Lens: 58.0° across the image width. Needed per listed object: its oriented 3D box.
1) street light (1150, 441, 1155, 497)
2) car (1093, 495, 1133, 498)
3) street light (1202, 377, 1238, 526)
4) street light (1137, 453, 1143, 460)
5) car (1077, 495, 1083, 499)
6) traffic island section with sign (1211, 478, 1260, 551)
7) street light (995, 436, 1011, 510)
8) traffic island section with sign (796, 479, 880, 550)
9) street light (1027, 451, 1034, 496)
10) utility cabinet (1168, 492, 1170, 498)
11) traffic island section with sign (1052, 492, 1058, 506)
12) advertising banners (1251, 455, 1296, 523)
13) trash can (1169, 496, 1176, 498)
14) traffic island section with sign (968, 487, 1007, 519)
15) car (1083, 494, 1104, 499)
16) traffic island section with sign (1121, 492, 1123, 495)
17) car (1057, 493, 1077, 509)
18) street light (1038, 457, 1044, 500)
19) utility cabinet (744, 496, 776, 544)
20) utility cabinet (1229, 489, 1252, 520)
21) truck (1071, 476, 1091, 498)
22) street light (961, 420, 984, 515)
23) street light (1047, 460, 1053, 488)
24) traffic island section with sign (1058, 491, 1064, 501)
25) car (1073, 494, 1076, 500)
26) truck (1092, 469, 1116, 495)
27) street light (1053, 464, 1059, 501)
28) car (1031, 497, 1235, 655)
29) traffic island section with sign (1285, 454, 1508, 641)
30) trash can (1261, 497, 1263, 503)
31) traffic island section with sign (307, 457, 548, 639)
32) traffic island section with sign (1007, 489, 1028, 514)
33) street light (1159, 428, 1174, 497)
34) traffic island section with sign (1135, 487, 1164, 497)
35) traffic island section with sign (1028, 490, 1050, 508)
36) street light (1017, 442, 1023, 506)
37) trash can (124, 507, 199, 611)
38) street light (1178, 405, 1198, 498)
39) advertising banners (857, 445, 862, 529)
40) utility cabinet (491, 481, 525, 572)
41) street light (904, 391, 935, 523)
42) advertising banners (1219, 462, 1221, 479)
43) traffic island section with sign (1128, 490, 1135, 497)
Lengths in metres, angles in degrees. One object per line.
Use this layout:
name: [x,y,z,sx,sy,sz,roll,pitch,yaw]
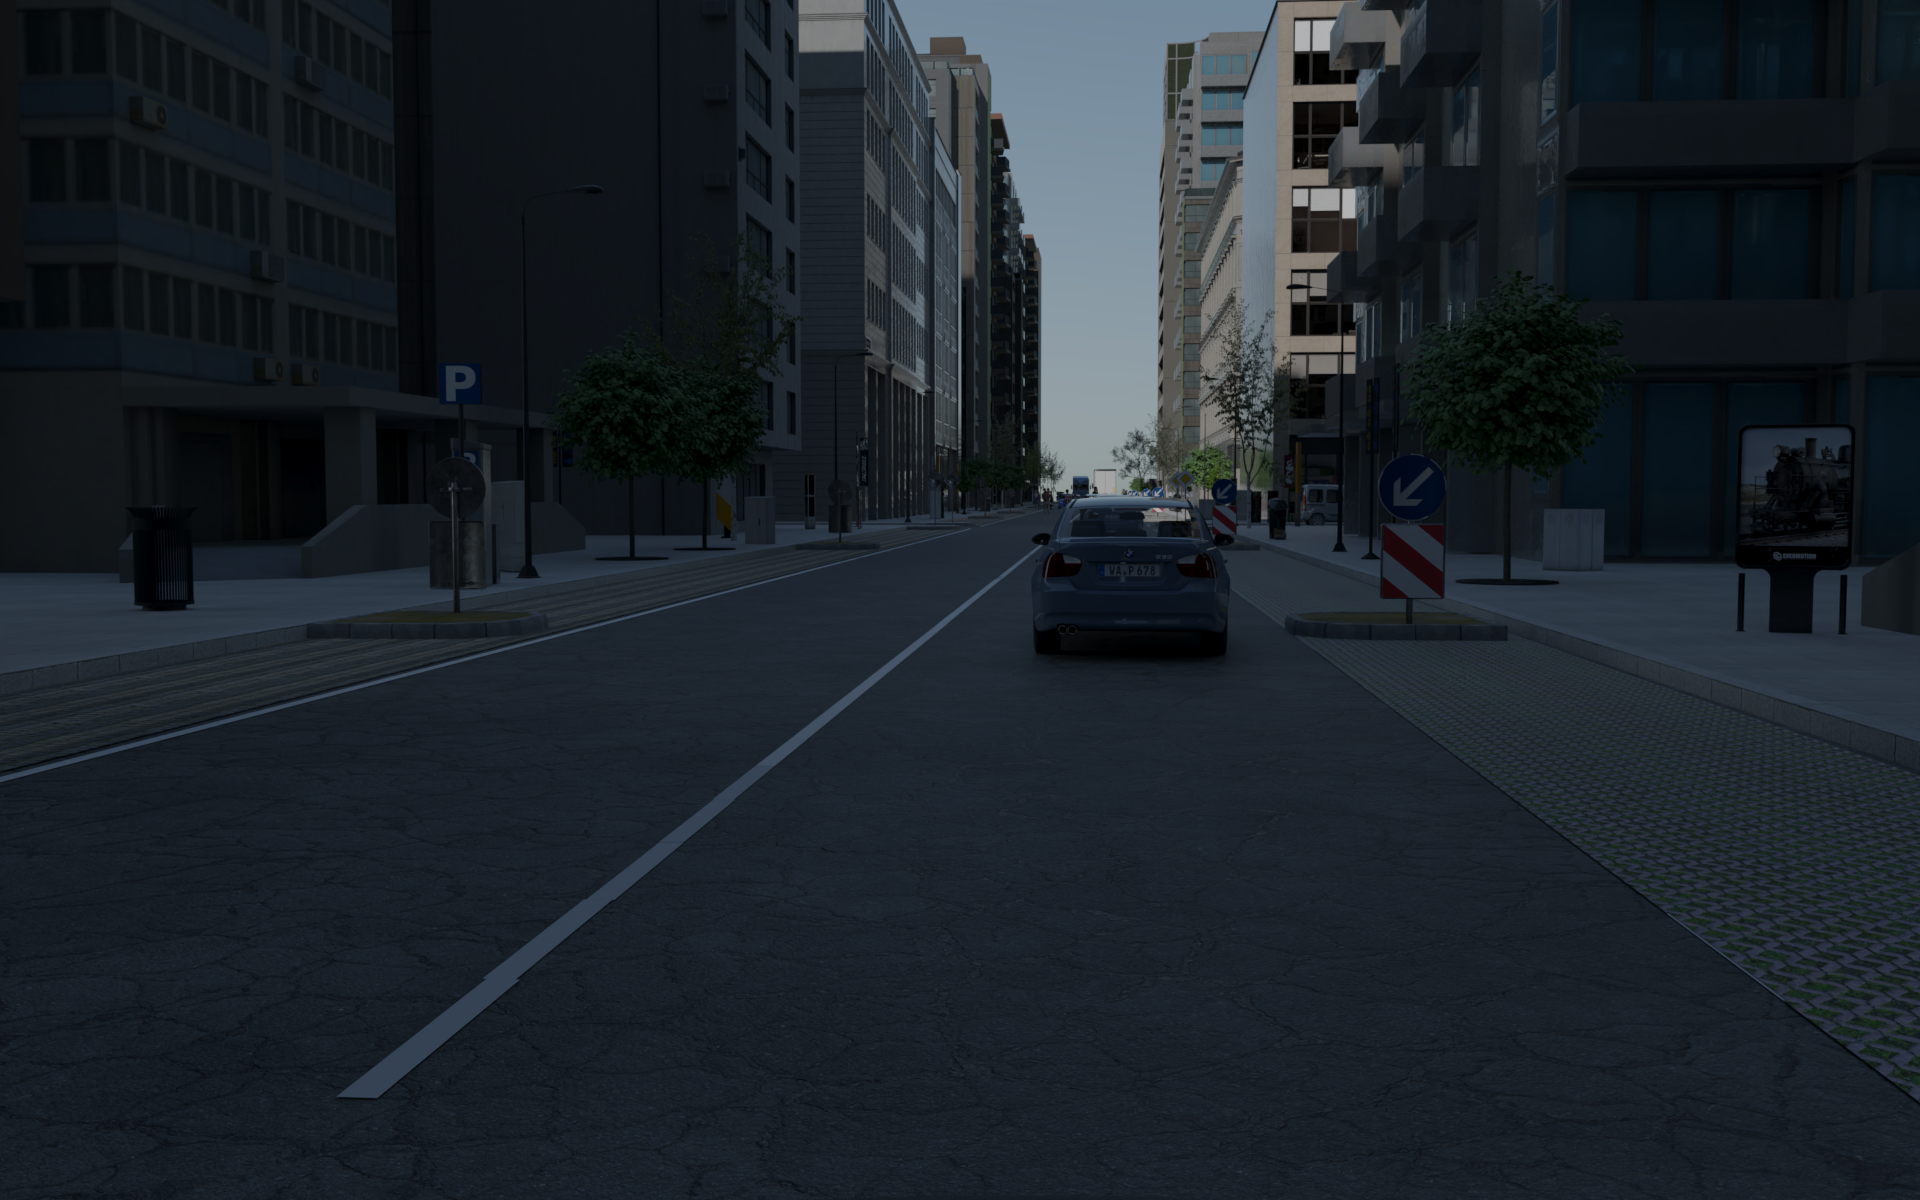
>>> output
street light: [17.262,-10.948,151.545,1.470,5.913,1.316,0,4,5]
car: [4.627,-2.449,52.037,2.014,1.417,4.499,0,4,6]
street light: [10.422,-5.900,69.006,1.470,5.913,1.316,0,4,5]
street light: [21.254,-13.775,197.754,1.470,5.913,1.316,0,4,5]
car: [13.507,-11.710,204.043,1.945,1.354,3.894,0,4,7]
traffic island section with sign: [6.651,-2.204,44.656,1.989,1.847,2.006,0,4,5]
street light: [3.409,-10.188,139.108,1.470,5.913,1.316,0,4,5]
traffic island section with sign: [-3.126,-2.226,45.022,1.989,1.847,2.006,0,4,5]
street light: [7.180,-13.014,185.316,1.470,5.913,1.316,0,4,5]
utility cabinet: [18.640,-8.684,150.654,1.173,1.500,0.318,2,4,29]
traffic island section with sign: [10.205,-11.973,204.382,1.989,1.847,2.006,0,4,5]
advertising banners: [13.864,-4.934,76.866,2.074,3.025,0.090,0,4,-4]
trash can: [16.024,-7.251,130.201,0.748,1.137,0.748,0,3,0]
traffic island section with sign: [1.515,-5.619,100.491,1.989,1.847,2.006,0,4,5]
car: [7.598,-5.339,97.080,2.009,1.686,4.222,0,4,5]
traffic island section with sign: [17.643,-10.241,176.072,1.989,1.847,2.006,0,4,5]
car: [10.489,-9.804,169.894,1.945,1.707,3.694,0,4,3]
street light: [9.701,-14.873,215.713,1.470,5.913,1.316,0,4,5]
utility cabinet: [-5.151,-2.043,44.563,0.306,1.237,1.020,-3,5,-40]
utility cabinet: [13.554,-4.591,83.741,0.318,1.500,1.173,-3,5,-44]
truck: [18.164,-16.679,262.465,2.967,4.110,18.799,0,4,3]
street light: [0.808,-8.304,108.315,1.470,5.913,1.316,0,4,5]
street light: [11.612,-16.244,238.134,1.470,5.913,1.316,0,4,5]
traffic island section with sign: [14.800,-15.323,259.151,1.989,1.847,2.006,0,4,5]
car: [12.165,-11.070,193.003,2.014,1.417,4.499,0,4,4]
truck: [16.632,-12.870,199.340,2.839,4.237,11.283,0,4,4]
street light: [14.152,-18.110,268.642,1.470,5.913,1.316,0,4,5]
car: [1.663,-0.292,16.773,2.014,1.417,4.499,0,4,6]
traffic island section with sign: [4.399,-0.561,17.795,1.989,1.847,2.006,0,4,5]
trash can: [13.474,-4.130,79.174,0.748,1.137,0.748,0,3,0]
traffic island section with sign: [-5.393,-0.570,17.947,1.989,1.847,2.006,0,4,5]
traffic island section with sign: [3.772,-7.272,127.525,1.989,1.847,2.006,0,4,5]
street light: [14.734,-9.089,121.148,1.470,5.913,1.316,0,4,5]
traffic island section with sign: [11.205,-5.538,99.167,1.989,1.847,2.006,0,4,5]
traffic island section with sign: [7.895,-10.285,176.785,1.989,1.847,2.006,0,4,5]
street light: [4.758,-11.154,154.910,1.470,5.913,1.316,0,4,5]
trash can: [-8.816,-0.459,19.163,0.748,1.137,0.748,0,3,0]
street light: [12.284,-7.230,90.745,1.470,5.913,1.316,0,4,5]
advertising banners: [-3.682,-4.099,63.205,0.090,3.025,2.074,0,4,1]
utility cabinet: [-7.479,-1.227,28.740,0.318,1.500,1.173,-2,4,-33]
street light: [-1.807,-6.446,77.926,1.470,5.913,1.316,0,4,5]
advertising banners: [14.035,-6.007,94.408,0.090,3.025,2.074,1,4,18]
traffic island section with sign: [13.507,-7.216,126.610,1.989,1.847,2.006,0,4,5]
